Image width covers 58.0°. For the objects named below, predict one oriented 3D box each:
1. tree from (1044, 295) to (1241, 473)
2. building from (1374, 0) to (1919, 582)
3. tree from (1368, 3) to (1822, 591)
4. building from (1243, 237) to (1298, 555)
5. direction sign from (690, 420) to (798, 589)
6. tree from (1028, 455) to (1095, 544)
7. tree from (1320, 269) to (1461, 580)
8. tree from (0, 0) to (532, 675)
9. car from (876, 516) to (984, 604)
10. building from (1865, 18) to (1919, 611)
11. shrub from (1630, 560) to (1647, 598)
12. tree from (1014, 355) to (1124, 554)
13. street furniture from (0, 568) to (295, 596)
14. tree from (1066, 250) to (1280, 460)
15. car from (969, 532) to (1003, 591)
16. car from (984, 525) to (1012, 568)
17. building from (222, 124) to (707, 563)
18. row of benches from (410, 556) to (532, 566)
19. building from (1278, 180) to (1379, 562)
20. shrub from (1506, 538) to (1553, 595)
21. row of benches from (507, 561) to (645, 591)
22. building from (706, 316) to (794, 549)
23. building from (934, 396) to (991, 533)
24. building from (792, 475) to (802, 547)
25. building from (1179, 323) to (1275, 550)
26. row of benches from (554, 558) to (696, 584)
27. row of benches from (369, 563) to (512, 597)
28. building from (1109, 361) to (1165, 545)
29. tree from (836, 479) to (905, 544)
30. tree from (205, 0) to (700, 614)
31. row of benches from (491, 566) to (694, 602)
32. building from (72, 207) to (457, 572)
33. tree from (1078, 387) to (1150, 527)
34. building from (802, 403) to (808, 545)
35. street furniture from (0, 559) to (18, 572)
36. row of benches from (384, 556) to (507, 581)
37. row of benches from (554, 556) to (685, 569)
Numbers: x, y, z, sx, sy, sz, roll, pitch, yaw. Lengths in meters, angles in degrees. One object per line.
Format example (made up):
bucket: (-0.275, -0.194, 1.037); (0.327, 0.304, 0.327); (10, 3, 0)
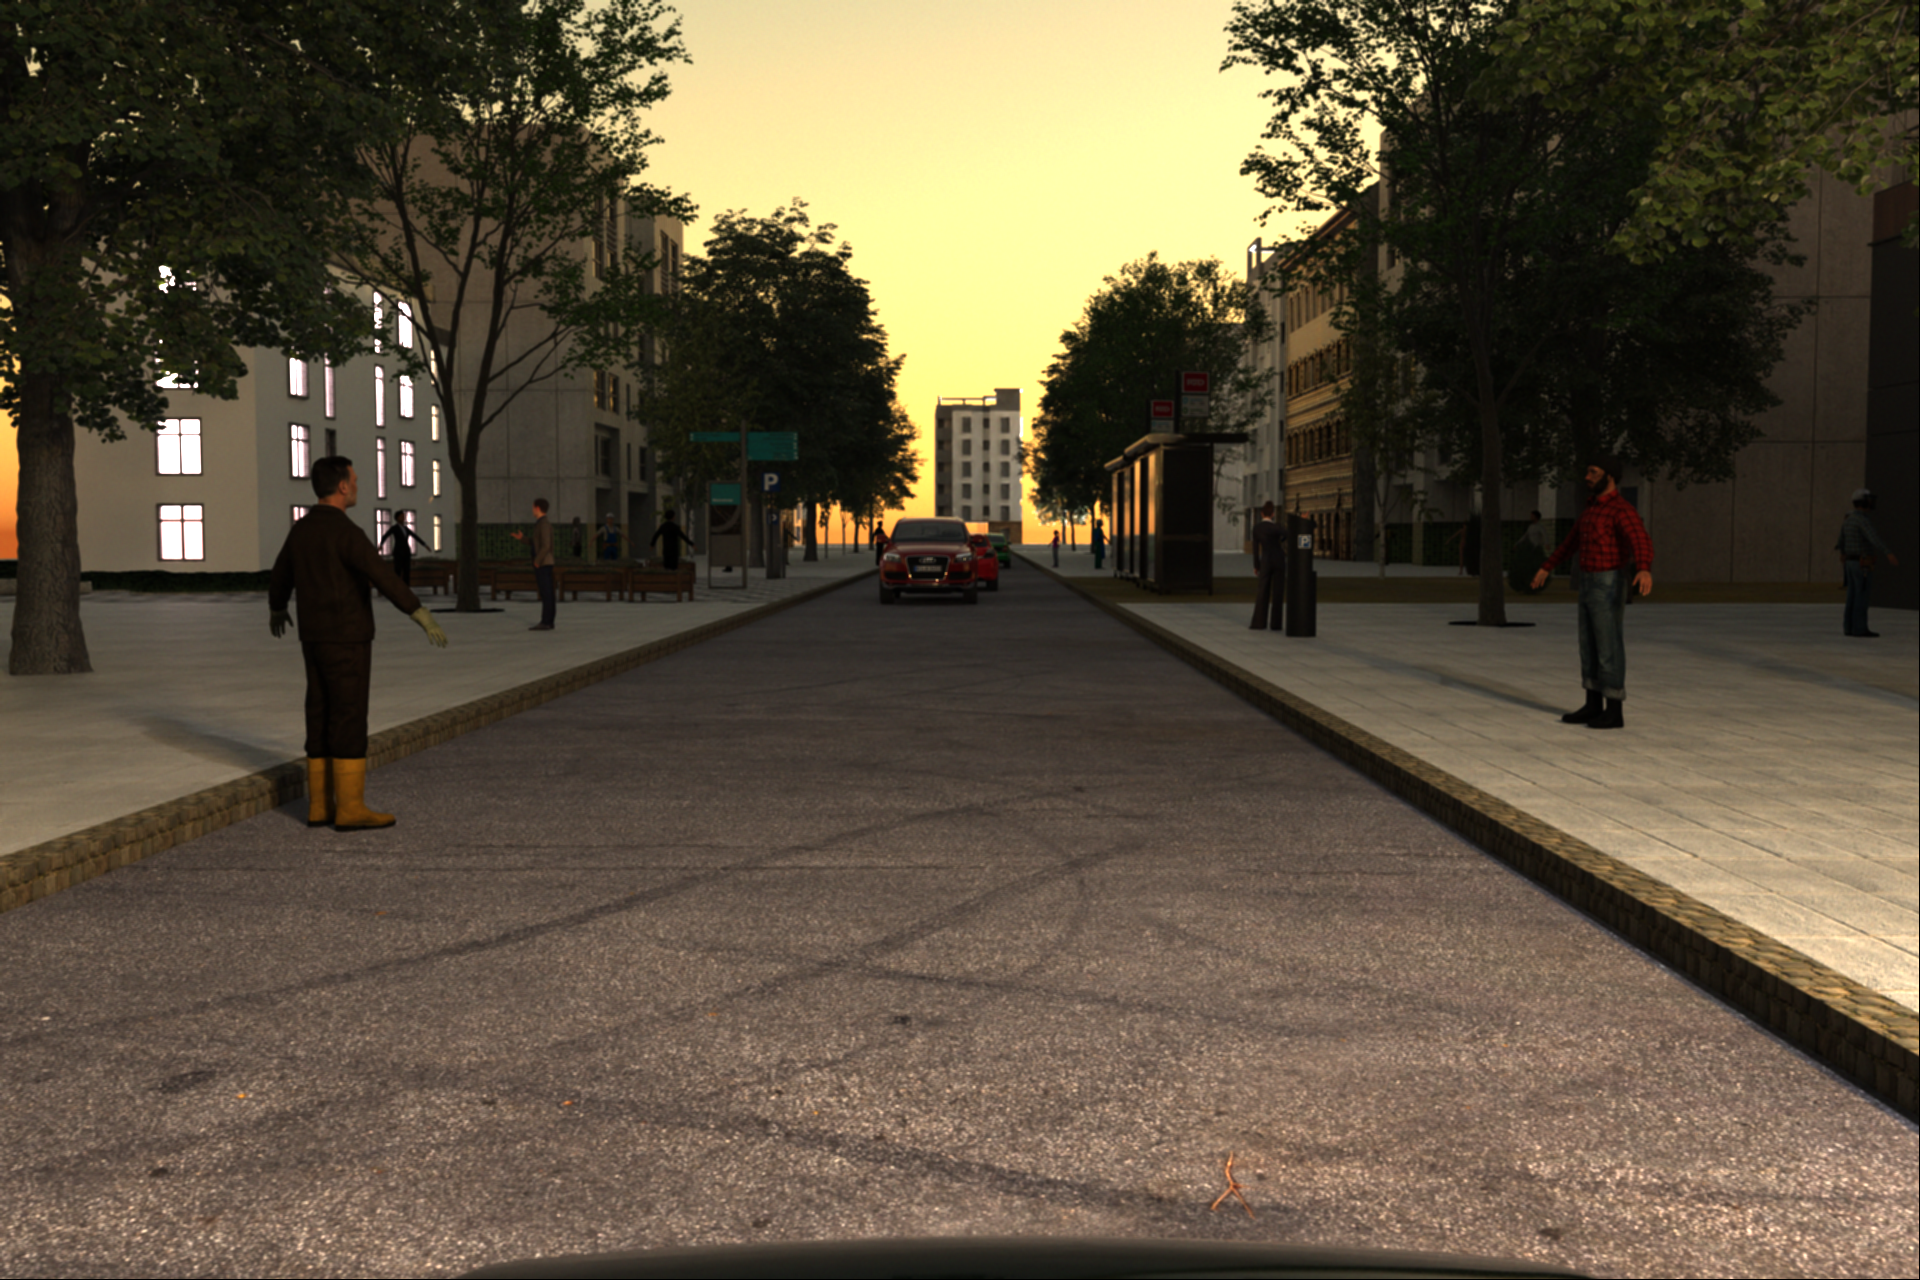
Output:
tree: (7.489, -8.937, 71.878); (9.928, 11.665, 9.643); (0, 3, 0)
building: (26.775, -11.910, 61.187); (16.747, 18.905, 31.486); (0, 4, 0)
tree: (14.157, -8.105, 39.164); (9.857, 13.997, 8.962); (0, 3, 0)
building: (23.535, -15.598, 111.441); (16.016, 20.090, 11.380); (0, 4, 1)
direction sign: (-5.034, -3.196, 41.022); (2.525, 3.948, 1.411); (0, 4, 1)
tree: (13.642, -19.502, 225.505); (9.857, 13.997, 8.962); (0, 3, 0)
tree: (11.868, -5.979, 48.124); (4.737, 8.622, 4.395); (0, 3, 0)
tree: (-8.561, -6.669, 15.695); (9.857, 13.997, 8.962); (0, 3, 0)
car: (-0.633, -1.745, 37.207); (2.281, 1.827, 5.304); (0, 4, 0)
building: (26.383, -10.390, 13.850); (27.936, 21.610, 32.646); (0, 4, 1)
shrub: (13.156, -1.419, 34.320); (1.383, 1.207, 1.383); (0, 3, 0)
tree: (8.582, -12.311, 111.662); (12.009, 13.543, 11.850); (0, 3, 0)
street furniture: (-18.931, -1.419, 38.820); (10.072, 0.657, 5.734); (-1, 4, -23)
tree: (7.672, -8.357, 62.386); (9.928, 11.665, 9.643); (0, 3, 0)
car: (0.057, -2.204, 45.083); (2.155, 1.783, 4.494); (0, 4, -1)
car: (1.253, -3.977, 73.819); (1.959, 1.807, 4.718); (0, 4, 1)
building: (-24.289, -13.723, 90.823); (16.747, 18.905, 31.486); (0, 4, 1)
row of benches: (-13.819, -2.092, 49.660); (4.104, 0.672, 1.422); (-1, 4, -10)
building: (27.453, -15.734, 88.174); (19.493, 23.208, 18.063); (0, 4, 0)
shrub: (12.064, -1.563, 36.680); (1.383, 1.207, 1.383); (0, 3, 0)
row of benches: (-8.860, -1.508, 40.125); (4.104, 0.672, 1.422); (2, 4, 35)
building: (-25.286, -19.815, 154.911); (19.493, 23.208, 18.063); (0, 4, 2)
building: (-2.920, -22.583, 228.104); (11.380, 20.090, 16.016); (0, 4, -6)
building: (-21.074, -14.690, 182.326); (9.099, 9.664, 28.070); (0, 4, 0)
building: (28.497, -17.562, 153.591); (16.747, 18.905, 31.486); (0, 4, 1)
row of benches: (-8.743, -1.747, 44.033); (4.104, 0.672, 1.422); (-2, 4, -32)
row of benches: (-11.450, -1.277, 36.337); (4.104, 0.672, 1.422); (-3, 5, -40)
building: (25.732, -19.541, 185.948); (16.747, 18.905, 31.486); (0, 4, 0)
tree: (-11.848, -19.327, 226.370); (12.009, 13.543, 11.850); (0, 3, 0)
tree: (-8.095, -6.255, 28.032); (9.928, 11.665, 9.643); (0, 3, 0)
row of benches: (-7.169, -1.093, 33.340); (4.104, 0.672, 1.422); (1, 4, 14)
building: (-22.231, -7.128, 58.694); (9.099, 9.664, 28.070); (0, 4, 2)
tree: (7.689, -7.947, 80.290); (4.360, 8.622, 3.978); (0, 3, 0)
building: (-23.008, -20.932, 198.658); (16.016, 20.090, 11.380); (0, 4, 0)
street furniture: (-31.441, -2.194, 51.506); (5.734, 0.657, 10.072); (0, 4, -1)
row of benches: (-14.028, -1.904, 46.585); (4.104, 0.672, 1.422); (-3, 5, -43)
row of benches: (-9.791, -2.095, 49.720); (4.104, 0.672, 1.422); (-1, 4, -22)
